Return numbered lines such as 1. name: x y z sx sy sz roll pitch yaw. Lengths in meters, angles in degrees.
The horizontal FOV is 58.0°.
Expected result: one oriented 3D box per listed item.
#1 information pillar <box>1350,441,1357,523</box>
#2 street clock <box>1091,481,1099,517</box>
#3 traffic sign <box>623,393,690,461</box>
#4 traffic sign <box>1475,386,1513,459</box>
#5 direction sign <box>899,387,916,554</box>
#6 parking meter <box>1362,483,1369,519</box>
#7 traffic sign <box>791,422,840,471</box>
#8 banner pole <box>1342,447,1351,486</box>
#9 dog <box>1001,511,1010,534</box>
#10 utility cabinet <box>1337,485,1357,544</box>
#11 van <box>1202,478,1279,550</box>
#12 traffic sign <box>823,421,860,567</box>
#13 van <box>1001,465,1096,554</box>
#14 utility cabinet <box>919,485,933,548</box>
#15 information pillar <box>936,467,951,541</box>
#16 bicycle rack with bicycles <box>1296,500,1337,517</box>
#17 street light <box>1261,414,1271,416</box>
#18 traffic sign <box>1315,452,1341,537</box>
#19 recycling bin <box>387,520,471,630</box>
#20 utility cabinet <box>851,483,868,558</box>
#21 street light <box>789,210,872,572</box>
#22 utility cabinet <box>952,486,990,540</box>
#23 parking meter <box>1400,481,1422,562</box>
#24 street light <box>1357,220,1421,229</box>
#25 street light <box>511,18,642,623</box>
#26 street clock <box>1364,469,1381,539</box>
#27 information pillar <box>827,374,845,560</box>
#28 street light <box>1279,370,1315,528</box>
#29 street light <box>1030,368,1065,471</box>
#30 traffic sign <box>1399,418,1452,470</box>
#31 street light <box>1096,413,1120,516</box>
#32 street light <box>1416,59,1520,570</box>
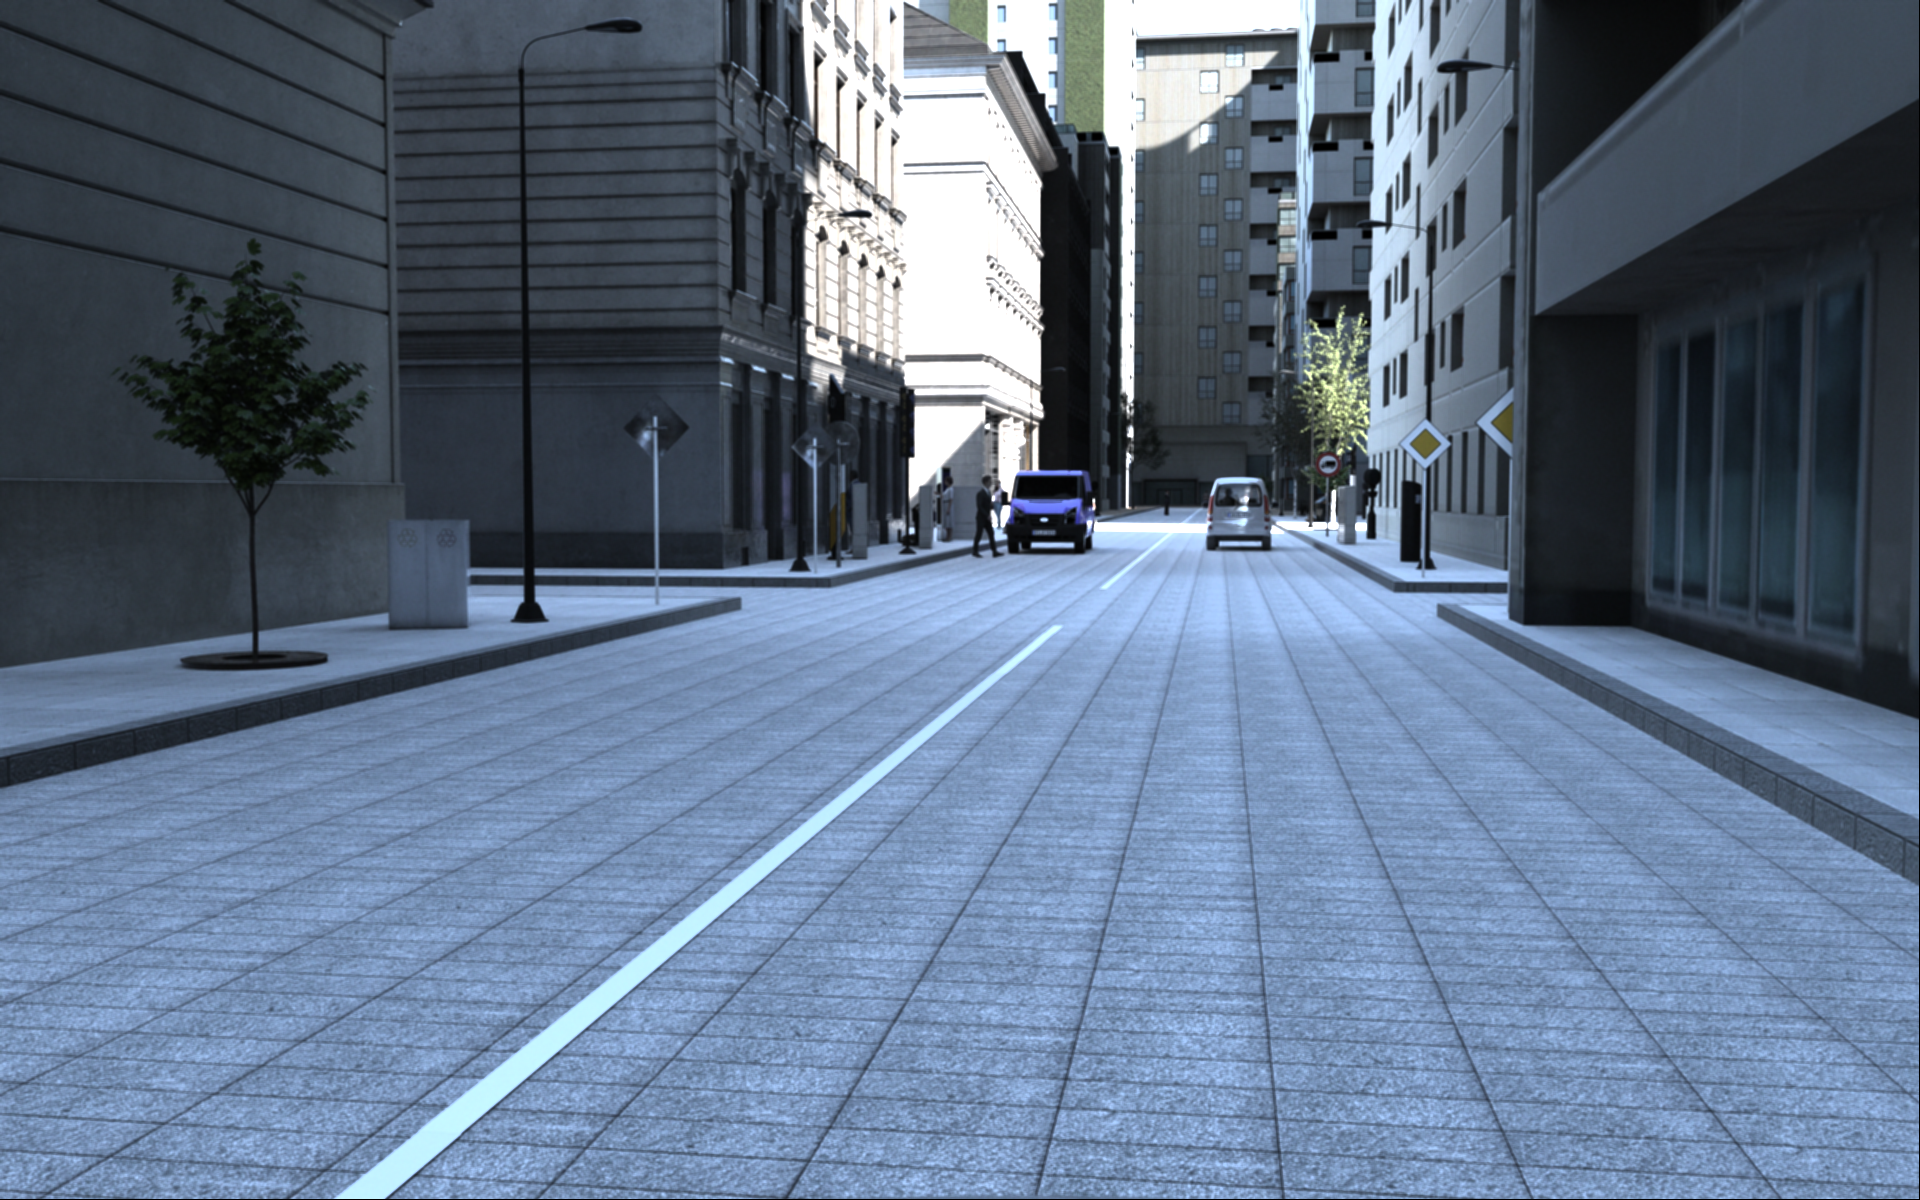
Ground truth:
1. information pillar: 17.196 -5.161 75.744 0.183 3.616 0.504 2 4 31
2. street clock: 7.515 -5.661 97.123 0.471 2.002 0.358 -2 4 -29
3. traffic sign: -3.529 -1.094 20.072 0.795 2.593 0.064 1 4 8
4. traffic sign: 5.958 -1.006 18.641 0.795 2.593 0.064 1 4 8
5. direction sign: -1.124 -2.756 37.058 0.379 3.537 0.876 1 4 17
6. parking meter: 20.820 -5.080 88.764 0.255 1.863 0.399 -1 4 -12
7. traffic sign: -2.350 -1.577 27.970 0.795 2.593 0.064 1 4 8
8. banner pole: 20.456 -6.200 91.385 0.863 3.779 0.401 0 4 5
9. dog: 1.469 -2.526 55.681 0.800 0.831 0.513 -1 4 -10
10. utility cabinet: 9.948 -2.197 44.604 0.318 1.500 1.173 0 4 3
11. van: 7.351 -2.352 45.465 2.013 2.044 4.112 1 4 10
12. traffic sign: -2.125 -1.844 30.248 0.768 2.556 0.104 1 4 13
13. van: 2.314 -2.393 43.508 2.240 2.365 5.245 0 4 7
14. utility cabinet: -0.814 -1.979 41.028 0.318 1.500 1.173 0 4 1
15. information pillar: -0.444 -2.622 47.355 0.304 2.012 0.304 -2 4 -30
16. bicycle rack with bicycles: 20.201 -5.244 99.125 2.852 0.926 2.925 3 4 37
17. street light: 18.200 -7.847 100.839 1.470 5.913 1.316 1 4 8
18. traffic sign: 11.083 -3.185 52.178 0.768 2.556 0.104 1 4 9
19. recycling bin: -5.128 -0.257 16.758 0.722 1.027 0.722 -1 4 -13
20. utility cabinet: -2.013 -1.589 34.656 0.318 1.500 1.173 0 4 -3
21. street light: -2.125 -3.424 28.527 1.470 5.913 1.316 1 4 8
22. utility cabinet: 0.222 -2.398 47.890 1.173 1.500 0.318 1 4 10
23. parking meter: 8.568 -1.498 32.902 0.372 1.533 0.369 0 3 0
24. street light: 7.427 -3.483 29.480 1.470 5.913 1.316 1 4 8
25. street light: -3.791 -2.728 17.146 1.470 5.913 1.316 1 4 8
26. street clock: 11.750 -2.743 49.415 0.471 2.002 0.358 -2 4 -35
27. information pillar: -2.385 -2.584 33.599 0.183 3.616 0.504 -2 4 -33
28. street light: 12.686 -5.665 65.159 1.470 5.913 1.316 1 4 8
29. street light: 3.167 -5.586 63.877 1.470 5.913 1.316 1 4 8
30. traffic sign: 7.137 -1.489 26.538 0.795 2.593 0.064 1 4 8
31. street light: 8.486 -7.771 99.594 1.470 5.913 1.316 1 4 8
32. street light: 5.799 -2.818 18.621 1.470 5.913 1.316 1 4 8
